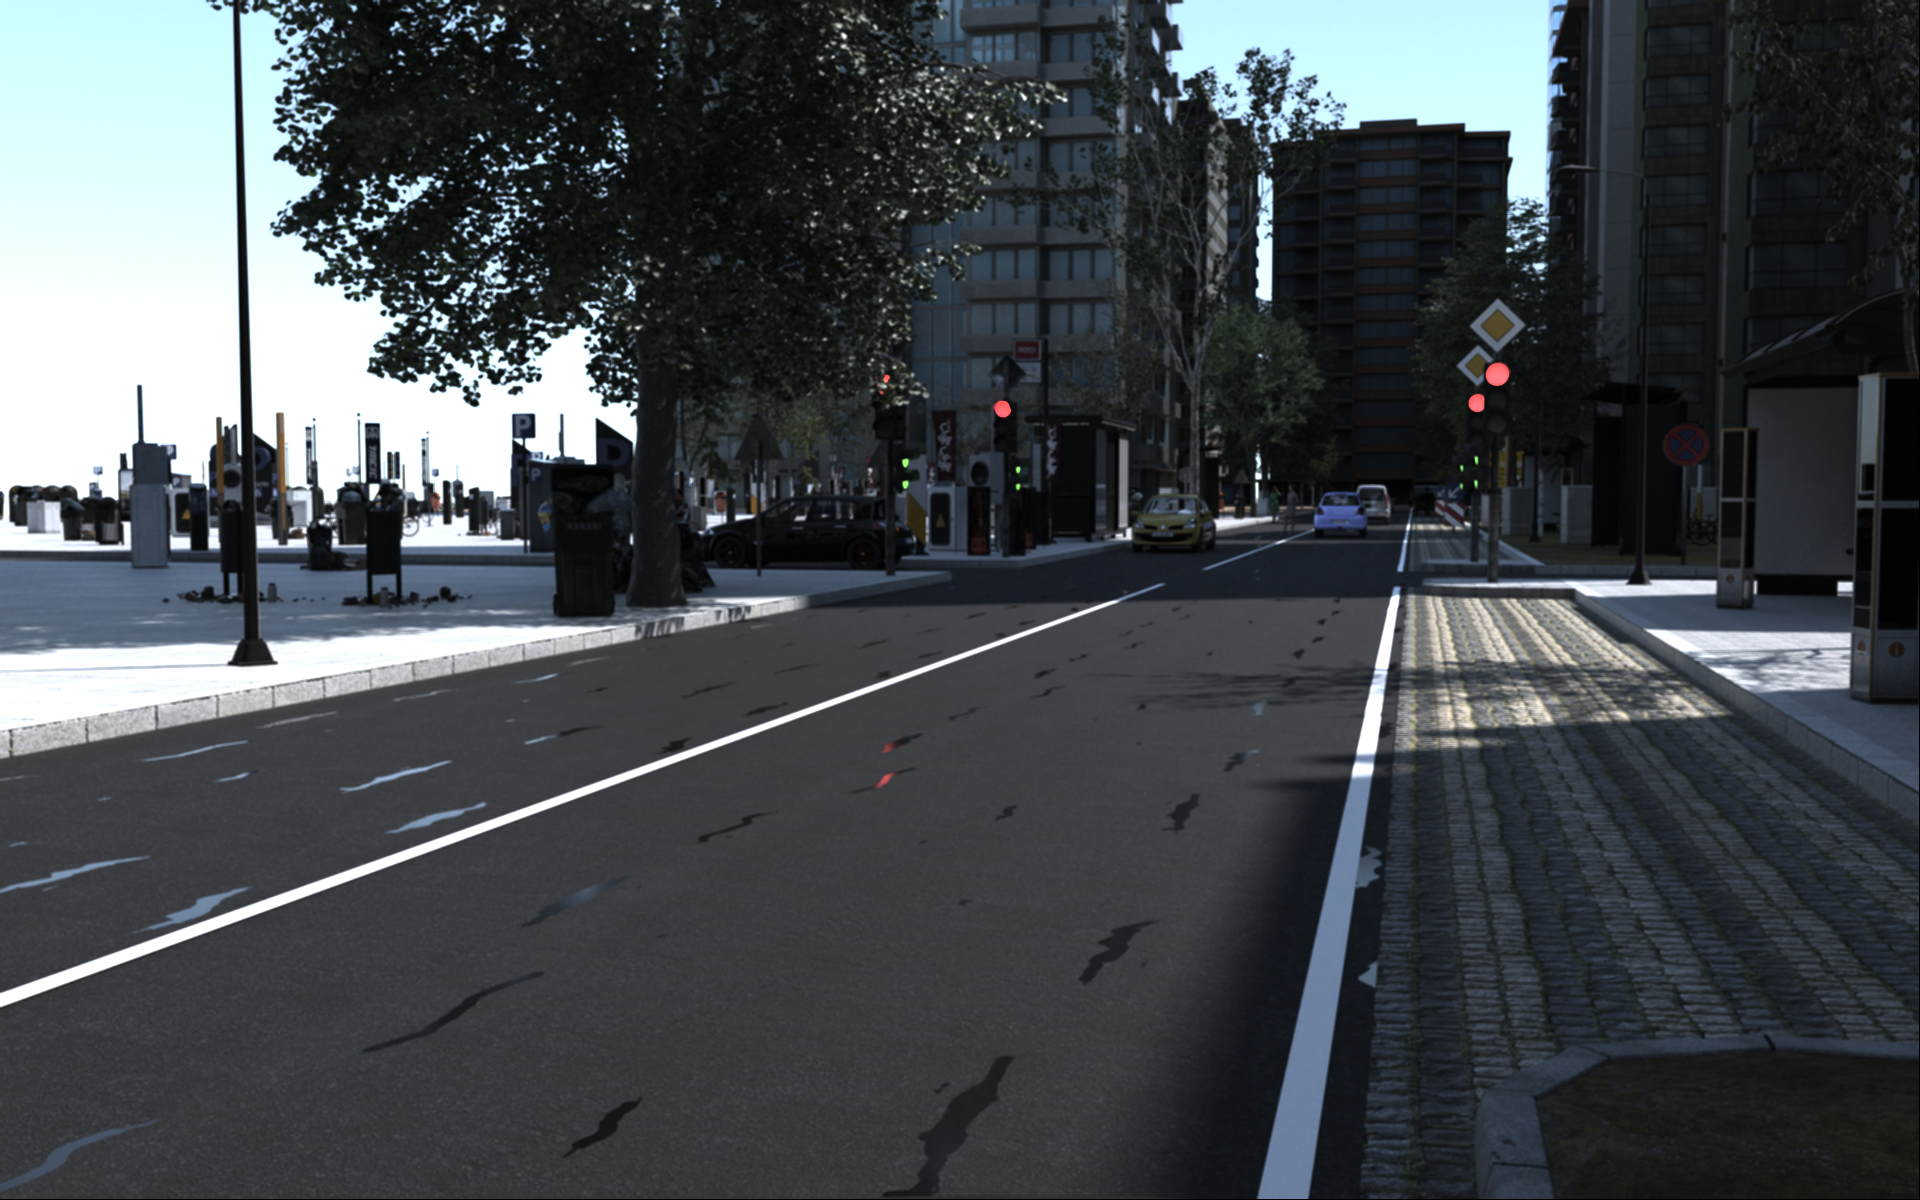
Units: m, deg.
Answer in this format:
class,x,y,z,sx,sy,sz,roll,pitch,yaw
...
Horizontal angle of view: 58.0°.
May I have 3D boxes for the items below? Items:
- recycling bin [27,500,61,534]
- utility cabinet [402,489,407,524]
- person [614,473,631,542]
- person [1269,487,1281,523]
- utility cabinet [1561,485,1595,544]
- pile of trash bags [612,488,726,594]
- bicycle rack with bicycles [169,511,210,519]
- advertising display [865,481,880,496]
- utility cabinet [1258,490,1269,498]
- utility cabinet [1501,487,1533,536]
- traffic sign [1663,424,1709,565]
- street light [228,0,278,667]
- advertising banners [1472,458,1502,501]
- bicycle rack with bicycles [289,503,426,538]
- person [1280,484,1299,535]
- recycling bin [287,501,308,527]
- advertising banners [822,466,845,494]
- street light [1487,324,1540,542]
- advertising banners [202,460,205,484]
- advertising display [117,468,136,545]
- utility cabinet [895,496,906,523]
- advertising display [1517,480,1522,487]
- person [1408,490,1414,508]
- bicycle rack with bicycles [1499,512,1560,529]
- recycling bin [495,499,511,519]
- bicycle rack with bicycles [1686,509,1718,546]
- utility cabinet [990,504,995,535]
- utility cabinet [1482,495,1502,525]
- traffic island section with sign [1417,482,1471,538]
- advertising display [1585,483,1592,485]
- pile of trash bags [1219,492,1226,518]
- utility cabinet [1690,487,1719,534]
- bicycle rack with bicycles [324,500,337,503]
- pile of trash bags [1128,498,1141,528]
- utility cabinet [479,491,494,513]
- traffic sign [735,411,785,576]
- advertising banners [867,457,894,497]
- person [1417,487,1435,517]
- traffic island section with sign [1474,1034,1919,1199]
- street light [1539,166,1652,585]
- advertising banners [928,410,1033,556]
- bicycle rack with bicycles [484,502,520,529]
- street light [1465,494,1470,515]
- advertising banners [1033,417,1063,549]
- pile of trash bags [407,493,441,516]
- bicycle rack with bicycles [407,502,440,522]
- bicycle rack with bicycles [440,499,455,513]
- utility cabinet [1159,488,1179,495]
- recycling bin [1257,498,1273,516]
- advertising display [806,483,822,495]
class,x,y,z,sx,sy,sz,roll,pitch,yaw
recycling bin,-29.971,-2.698,56.668,0.722,1.027,0.722,1,4,17
utility cabinet,-23.897,-3.947,73.212,0.318,1.500,1.173,1,4,22
person,-6.118,-1.363,30.974,0.537,1.800,0.526,1,4,20
person,15.329,-4.633,84.499,0.600,1.795,0.529,1,4,23
utility cabinet,15.870,-2.157,43.954,1.173,1.500,0.318,-1,4,-12
pile of trash bags,-4.284,-0.865,23.896,1.912,1.369,3.447,0,4,1
bicycle rack with bicycles,-29.963,-3.382,68.673,2.852,0.926,2.925,0,4,2
advertising display,-4.413,-4.927,85.771,0.974,1.923,0.123,-2,4,-23
utility cabinet,18.479,-5.917,105.424,0.318,1.500,1.173,2,4,28
utility cabinet,17.078,-2.715,53.069,1.173,1.500,0.318,-3,4,-39
traffic sign,13.159,-1.916,31.433,0.768,2.556,0.104,1,4,22
street light,-4.809,-2.458,12.734,1.470,5.913,1.316,1,4,15
advertising banners,24.285,-5.059,78.903,2.074,3.025,0.090,2,4,31
bicycle rack with bicycles,-17.876,-2.319,51.303,2.925,0.926,2.852,0,4,5
person,11.450,-3.138,60.147,0.374,1.781,0.599,-2,4,-34
recycling bin,-25.817,-3.353,67.382,0.722,1.027,0.722,-2,4,-29
advertising banners,-8.166,-6.896,108.935,2.074,3.025,0.090,-2,4,-26
street light,14.824,-4.507,46.222,1.470,5.913,1.316,1,4,15
advertising banners,-39.502,-5.740,90.035,0.090,3.025,2.074,-2,4,-35
advertising display,-20.653,-2.349,43.618,0.974,1.923,0.123,-3,4,-36
utility cabinet,-1.592,-1.947,42.998,0.306,1.237,1.020,-1,4,-15
advertising display,25.318,-4.428,77.611,0.974,1.923,0.123,-2,4,-24
person,46.448,-10.376,178.244,0.705,1.812,1.348,3,5,41
bicycle rack with bicycles,20.975,-3.066,63.505,2.925,0.926,2.852,-1,4,-13
recycling bin,-23.605,-4.721,89.746,0.722,1.027,0.722,1,4,14
bicycle rack with bicycles,18.072,-1.862,43.819,2.925,0.926,2.852,1,4,17
utility cabinet,1.018,-2.615,53.918,1.020,1.237,0.306,-1,4,-20
utility cabinet,21.972,-3.694,71.564,0.306,1.237,1.020,-1,4,-17
traffic island section with sign,16.013,-2.932,56.564,1.989,1.847,2.006,1,4,15
advertising display,36.604,-5.797,99.997,0.974,1.923,0.123,2,4,32
pile of trash bags,13.202,-5.154,94.013,1.912,1.369,3.447,-2,4,-32
utility cabinet,23.727,-2.864,55.503,0.318,1.500,1.173,-3,4,-39
bicycle rack with bicycles,-39.275,-5.782,107.923,2.852,0.926,2.925,2,4,27
pile of trash bags,6.235,-3.527,67.415,1.912,1.369,3.447,0,4,7
utility cabinet,-30.229,-6.203,110.095,1.173,1.500,0.318,0,4,4
traffic sign,-3.140,-1.652,27.018,0.884,2.594,0.081,2,4,23
advertising banners,-3.793,-5.270,82.357,0.090,3.025,2.074,3,4,36
person,29.406,-6.175,109.089,1.348,1.869,0.705,-1,4,-18
traffic island section with sign,1.963,0.343,3.019,1.989,1.847,2.006,1,4,15
street light,9.122,-3.181,24.556,1.470,5.913,1.316,1,4,15
advertising banners,0.423,-2.442,36.121,2.074,3.025,0.090,1,4,8
bicycle rack with bicycles,-16.656,-3.117,64.350,2.852,0.926,2.925,-1,4,-12
street light,22.418,-6.284,75.289,1.470,5.913,1.316,1,4,15
advertising banners,1.546,-2.690,40.173,2.074,3.025,0.090,3,5,41
pile of trash bags,-31.596,-5.515,99.917,3.447,1.369,1.912,0,4,7
bicycle rack with bicycles,-25.207,-3.946,77.903,2.925,0.926,2.852,-1,4,-23
bicycle rack with bicycles,-35.703,-6.523,120.035,2.925,0.926,2.852,-2,4,-27
utility cabinet,7.664,-3.351,63.472,0.318,1.500,1.173,-1,4,-16
recycling bin,18.327,-5.596,104.053,0.722,1.027,0.722,3,5,43
advertising display,-8.478,-5.835,100.618,0.974,1.923,0.123,-2,4,-33
